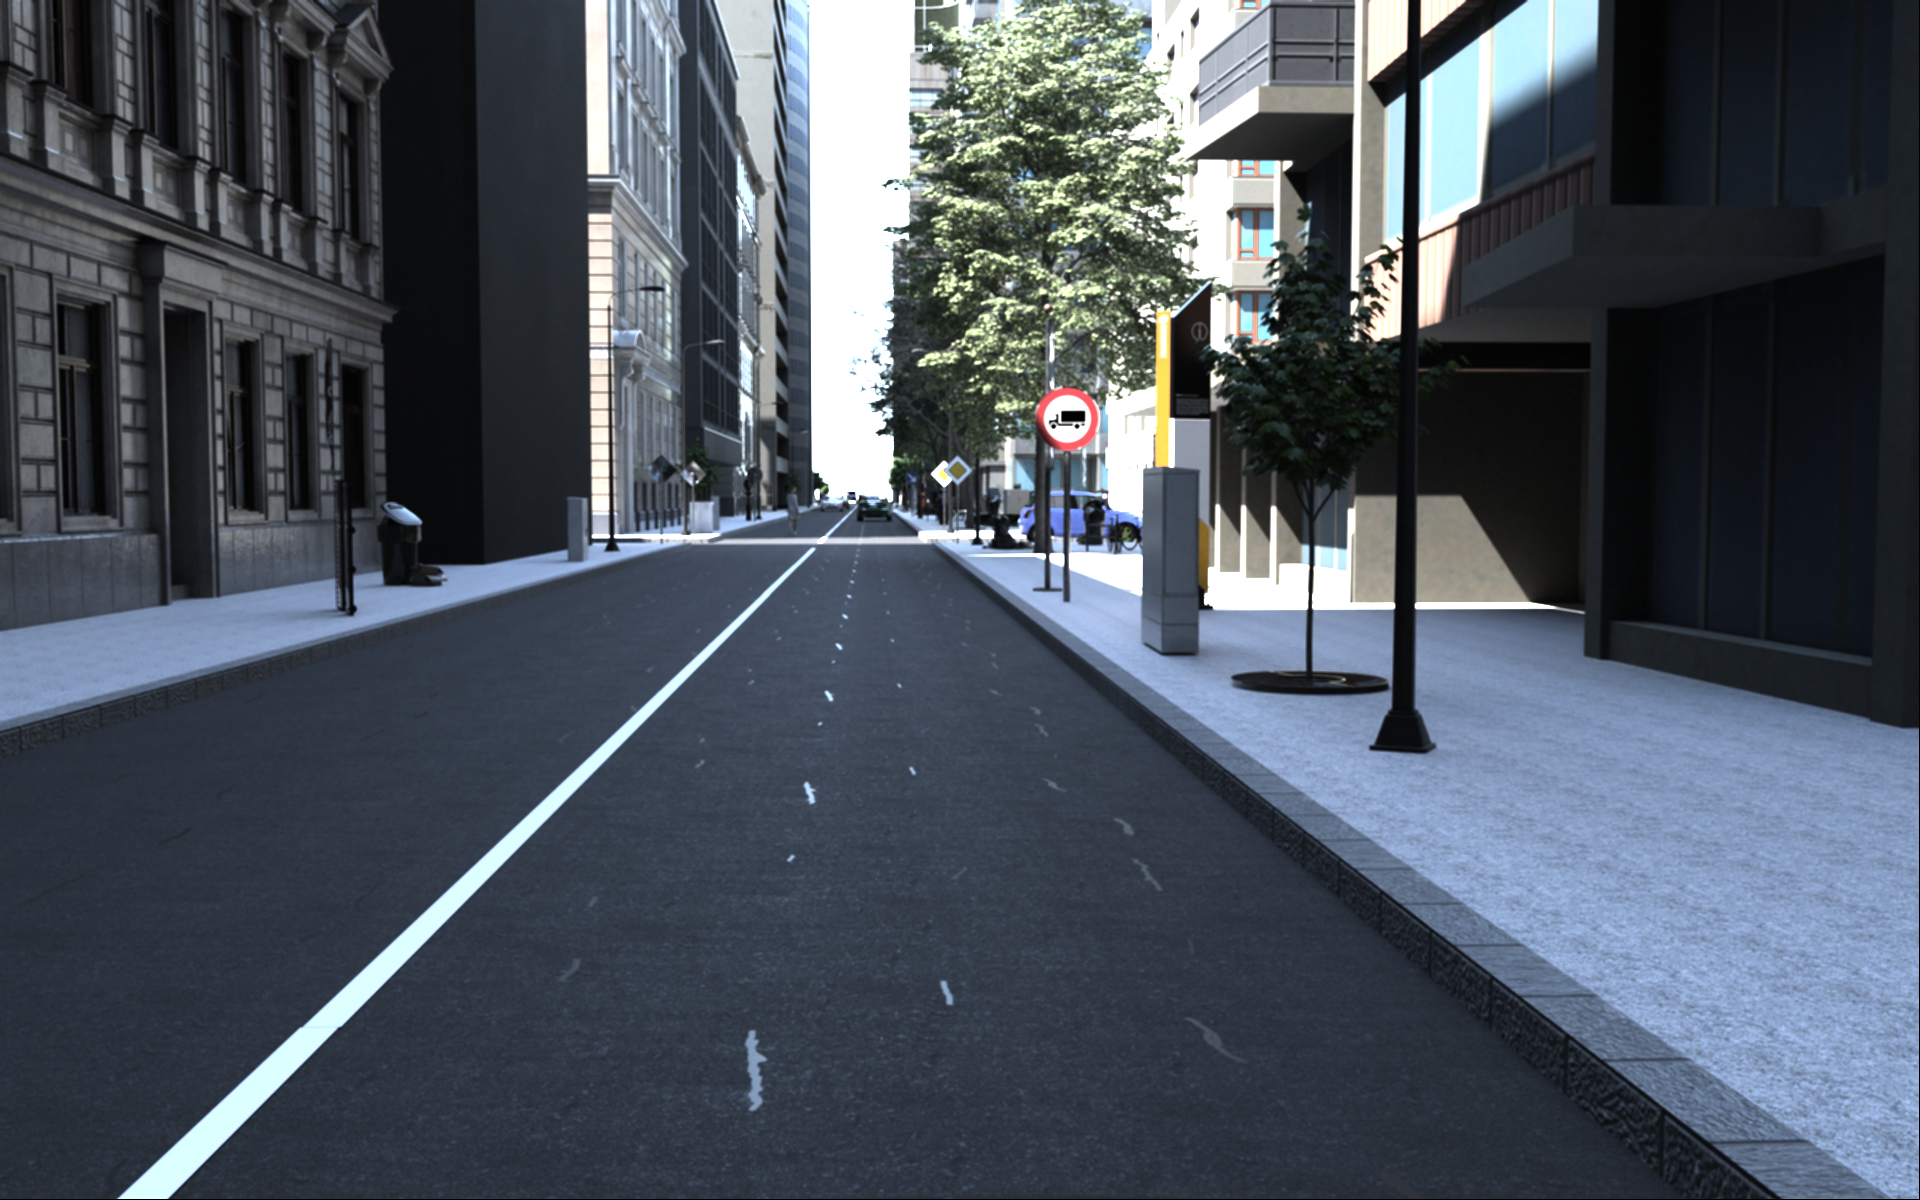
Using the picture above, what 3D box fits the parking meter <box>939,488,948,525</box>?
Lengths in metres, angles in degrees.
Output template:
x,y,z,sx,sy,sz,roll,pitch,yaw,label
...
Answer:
x,y,z,sx,sy,sz,roll,pitch,yaw,label
-0.671,-3.910,72.346,0.372,1.533,0.369,0,3,0,parking meter

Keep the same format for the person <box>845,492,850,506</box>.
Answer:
x,y,z,sx,sy,sz,roll,pitch,yaw,label
-13.858,-12.468,213.148,0.445,1.727,0.742,1,4,18,person

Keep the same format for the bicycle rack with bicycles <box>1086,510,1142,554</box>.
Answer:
x,y,z,sx,sy,sz,roll,pitch,yaw,label
4.025,-1.528,38.370,2.852,0.926,2.925,-1,4,-15,bicycle rack with bicycles

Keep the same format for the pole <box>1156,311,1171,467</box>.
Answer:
x,y,z,sx,sy,sz,roll,pitch,yaw,label
2.279,-1.565,19.428,0.158,3.312,0.155,0,3,0,pole

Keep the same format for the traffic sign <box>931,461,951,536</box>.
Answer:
x,y,z,sx,sy,sz,roll,pitch,yaw,label
-0.478,-2.983,52.413,0.795,2.450,0.064,0,4,-3,traffic sign

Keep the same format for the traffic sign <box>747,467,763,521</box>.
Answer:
x,y,z,sx,sy,sz,roll,pitch,yaw,label
-9.646,-4.968,81.330,0.768,2.556,0.104,0,4,4,traffic sign

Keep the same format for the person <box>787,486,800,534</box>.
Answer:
x,y,z,sx,sy,sz,roll,pitch,yaw,label
-5.927,-3.194,61.480,0.466,1.731,0.760,0,4,0,person

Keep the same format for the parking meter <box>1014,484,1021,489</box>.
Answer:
x,y,z,sx,sy,sz,roll,pitch,yaw,label
3.162,-5.500,95.641,0.255,1.863,0.399,2,4,32,parking meter

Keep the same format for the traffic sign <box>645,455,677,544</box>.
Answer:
x,y,z,sx,sy,sz,roll,pitch,yaw,label
-7.598,-2.473,44.068,0.795,2.450,0.064,0,4,-3,traffic sign

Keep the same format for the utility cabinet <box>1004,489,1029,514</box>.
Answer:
x,y,z,sx,sy,sz,roll,pitch,yaw,label
2.577,-4.302,79.014,1.173,1.500,0.318,-2,4,-29,utility cabinet

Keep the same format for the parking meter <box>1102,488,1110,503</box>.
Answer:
x,y,z,sx,sy,sz,roll,pitch,yaw,label
6.477,-4.191,76.935,0.372,1.533,0.369,0,3,0,parking meter

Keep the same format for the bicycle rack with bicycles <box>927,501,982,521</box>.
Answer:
x,y,z,sx,sy,sz,roll,pitch,yaw,label
-0.387,-4.224,82.439,2.852,0.926,2.925,-1,4,-13,bicycle rack with bicycles

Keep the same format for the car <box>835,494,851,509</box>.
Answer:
x,y,z,sx,sy,sz,roll,pitch,yaw,label
-11.702,-9.751,169.653,2.015,1.641,3.980,0,4,-3,car

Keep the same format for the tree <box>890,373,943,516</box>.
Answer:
x,y,z,sx,sy,sz,roll,pitch,yaw,label
-2.605,-9.255,101.674,4.737,8.622,4.395,0,3,0,tree

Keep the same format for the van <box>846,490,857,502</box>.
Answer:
x,y,z,sx,sy,sz,roll,pitch,yaw,label
-17.662,-16.922,281.065,2.240,2.365,5.245,0,4,-4,van

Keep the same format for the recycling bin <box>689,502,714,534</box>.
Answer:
x,y,z,sx,sy,sz,roll,pitch,yaw,label
-8.338,-2.649,55.860,0.722,1.027,0.722,0,4,-4,recycling bin

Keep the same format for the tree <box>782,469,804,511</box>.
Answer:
x,y,z,sx,sy,sz,roll,pitch,yaw,label
-12.679,-8.391,131.789,1.663,3.219,1.824,0,3,0,tree

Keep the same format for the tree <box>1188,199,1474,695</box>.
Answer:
x,y,z,sx,sy,sz,roll,pitch,yaw,label
2.261,-1.039,11.591,1.663,3.219,1.824,0,3,0,tree

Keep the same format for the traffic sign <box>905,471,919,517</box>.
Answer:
x,y,z,sx,sy,sz,roll,pitch,yaw,label
-2.651,-5.869,96.062,0.768,2.556,0.104,0,4,7,traffic sign

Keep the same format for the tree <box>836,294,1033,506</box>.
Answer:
x,y,z,sx,sy,sz,roll,pitch,yaw,label
-0.857,-8.609,75.161,8.767,10.594,7.601,-1,4,-19,tree

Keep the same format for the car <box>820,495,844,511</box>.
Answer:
x,y,z,sx,sy,sz,roll,pitch,yaw,label
-10.834,-8.193,146.320,2.083,1.381,4.827,0,4,-5,car

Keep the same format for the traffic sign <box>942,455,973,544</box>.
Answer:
x,y,z,sx,sy,sz,roll,pitch,yaw,label
-0.063,-2.495,44.439,0.795,2.450,0.064,0,4,-3,traffic sign

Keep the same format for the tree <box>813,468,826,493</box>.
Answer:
x,y,z,sx,sy,sz,roll,pitch,yaw,label
-17.412,-13.464,203.855,4.285,4.588,4.351,0,3,0,tree

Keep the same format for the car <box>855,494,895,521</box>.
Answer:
x,y,z,sx,sy,sz,roll,pitch,yaw,label
-4.577,-4.973,93.112,2.131,1.459,4.920,0,4,-1,car

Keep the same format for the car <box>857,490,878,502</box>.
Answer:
x,y,z,sx,sy,sz,roll,pitch,yaw,label
-8.382,-9.236,159.685,2.281,1.827,5.304,0,4,-1,car

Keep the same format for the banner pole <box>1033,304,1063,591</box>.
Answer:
x,y,z,sx,sy,sz,roll,pitch,yaw,label
1.181,-1.997,22.675,0.401,3.779,0.863,0,4,-4,banner pole

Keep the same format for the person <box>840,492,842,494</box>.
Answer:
x,y,z,sx,sy,sz,roll,pitch,yaw,label
-16.047,-13.749,234.230,0.436,1.711,0.756,2,4,23,person

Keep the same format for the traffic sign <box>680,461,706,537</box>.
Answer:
x,y,z,sx,sy,sz,roll,pitch,yaw,label
-8.013,-2.960,52.042,0.795,2.450,0.064,0,4,-3,traffic sign

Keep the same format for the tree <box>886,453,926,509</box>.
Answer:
x,y,z,sx,sy,sz,roll,pitch,yaw,label
-3.951,-8.954,130.119,4.285,4.588,4.351,0,3,0,tree

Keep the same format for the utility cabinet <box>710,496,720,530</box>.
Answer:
x,y,z,sx,sy,sz,roll,pitch,yaw,label
-8.730,-3.092,61.716,0.306,1.237,1.020,-1,4,-11,utility cabinet

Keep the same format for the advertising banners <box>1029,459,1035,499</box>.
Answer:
x,y,z,sx,sy,sz,roll,pitch,yaw,label
3.597,-5.477,85.732,0.090,3.025,2.074,0,4,-7,advertising banners

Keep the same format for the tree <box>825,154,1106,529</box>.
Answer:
x,y,z,sx,sy,sz,roll,pitch,yaw,label
0.231,-9.343,63.121,12.009,13.543,11.850,0,3,0,tree

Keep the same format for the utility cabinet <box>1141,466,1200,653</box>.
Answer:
x,y,z,sx,sy,sz,roll,pitch,yaw,label
1.737,-0.343,14.287,0.318,1.500,1.173,0,4,-2,utility cabinet

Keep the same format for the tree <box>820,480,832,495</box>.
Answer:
x,y,z,sx,sy,sz,roll,pitch,yaw,label
-18.033,-14.597,233.263,1.663,3.219,1.824,0,3,0,tree

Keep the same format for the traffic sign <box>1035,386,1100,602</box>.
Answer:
x,y,z,sx,sy,sz,roll,pitch,yaw,label
1.274,-1.253,20.591,0.768,2.556,0.104,0,4,5,traffic sign

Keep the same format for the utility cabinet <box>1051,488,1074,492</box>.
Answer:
x,y,z,sx,sy,sz,roll,pitch,yaw,label
3.786,-3.535,66.482,1.173,1.500,0.318,0,4,4,utility cabinet

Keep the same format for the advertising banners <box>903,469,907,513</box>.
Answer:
x,y,z,sx,sy,sz,roll,pitch,yaw,label
-3.801,-7.598,120.414,0.090,3.025,2.074,0,4,4,advertising banners

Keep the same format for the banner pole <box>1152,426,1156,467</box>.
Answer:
x,y,z,sx,sy,sz,roll,pitch,yaw,label
7.115,-4.488,63.396,0.401,3.779,0.863,1,4,18,banner pole

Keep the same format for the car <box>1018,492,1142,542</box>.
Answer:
x,y,z,sx,sy,sz,roll,pitch,yaw,label
3.506,-2.434,49.390,3.694,1.707,1.945,0,4,-3,car

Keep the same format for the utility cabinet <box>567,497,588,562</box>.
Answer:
x,y,z,sx,sy,sz,roll,pitch,yaw,label
-7.332,-1.352,33.275,0.306,1.237,1.020,0,4,-6,utility cabinet

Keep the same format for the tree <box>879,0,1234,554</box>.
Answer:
x,y,z,sx,sy,sz,roll,pitch,yaw,label
2.000,-7.259,36.805,7.486,12.596,7.792,0,3,0,tree

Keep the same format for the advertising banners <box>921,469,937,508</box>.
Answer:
x,y,z,sx,sy,sz,roll,pitch,yaw,label
-1.805,-7.647,121.209,2.074,3.025,0.090,-2,4,-25,advertising banners

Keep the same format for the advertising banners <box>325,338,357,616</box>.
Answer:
x,y,z,sx,sy,sz,roll,pitch,yaw,label
-6.806,-1.395,18.991,0.090,3.025,2.074,-2,4,-25,advertising banners

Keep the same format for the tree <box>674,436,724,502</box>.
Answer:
x,y,z,sx,sy,sz,roll,pitch,yaw,label
-8.682,-3.878,58.001,1.663,3.219,1.824,0,3,0,tree
